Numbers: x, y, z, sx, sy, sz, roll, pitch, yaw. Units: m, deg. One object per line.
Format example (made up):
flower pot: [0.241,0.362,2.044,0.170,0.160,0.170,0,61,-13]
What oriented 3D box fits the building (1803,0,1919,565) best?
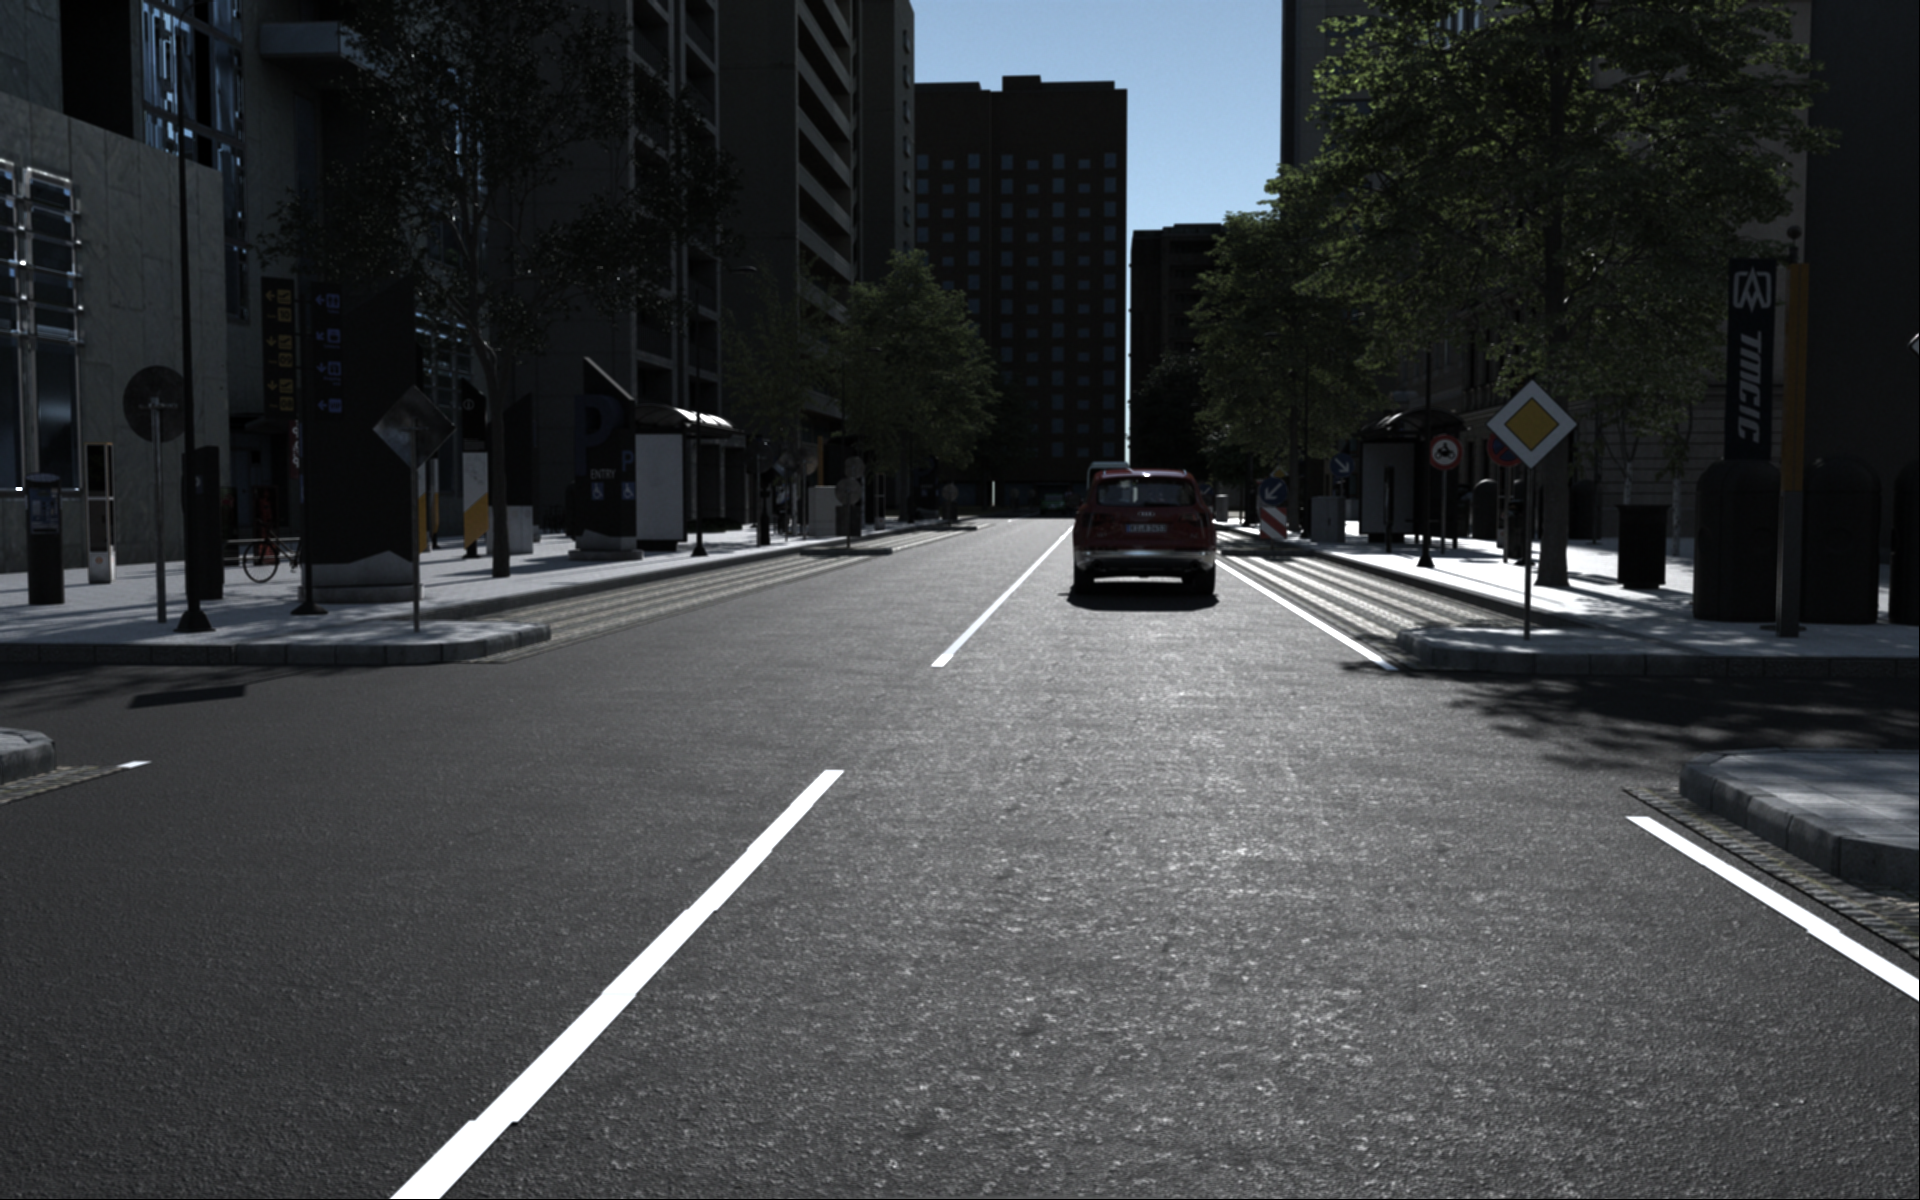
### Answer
building: [28.476,-14.274,26.886,24.014,27.812,14.314,0,4,5]

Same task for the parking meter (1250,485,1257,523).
parking meter: [12.878,-4.329,76.487,0.399,1.863,0.255,0,4,1]

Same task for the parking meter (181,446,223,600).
parking meter: [-9.211,-0.938,21.039,0.399,1.863,0.255,1,4,14]

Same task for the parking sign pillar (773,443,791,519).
parking sign pillar: [-9.327,-6.131,88.709,1.447,3.967,1.447,0,4,-5]

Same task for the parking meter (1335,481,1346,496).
parking meter: [16.701,-4.302,76.053,0.399,1.863,0.255,-2,4,-25]

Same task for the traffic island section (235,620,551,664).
traffic island section: [-5.058,0.380,16.061,2.009,0.180,2.903,0,4,5]

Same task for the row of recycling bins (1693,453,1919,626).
row of recycling bins: [9.244,-0.620,17.253,3.534,1.692,1.069,1,4,14]

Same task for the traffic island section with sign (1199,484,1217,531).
traffic island section with sign: [9.364,-3.583,67.210,1.989,1.847,2.006,0,4,5]

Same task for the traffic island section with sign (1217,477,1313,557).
traffic island section with sign: [7.113,-1.940,40.348,1.989,1.847,2.006,0,4,5]

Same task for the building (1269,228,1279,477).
building: [39.455,-25.344,186.083,14.107,30.474,14.160,0,4,5]

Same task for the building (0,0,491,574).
building: [-25.440,-44.384,38.353,22.319,86.520,31.000,0,4,5]

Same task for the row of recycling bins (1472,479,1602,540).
row of recycling bins: [16.356,-2.565,49.057,3.534,1.692,1.069,0,4,4]

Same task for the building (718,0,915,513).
building: [-15.521,-32.146,149.285,21.600,48.544,21.300,0,4,5]

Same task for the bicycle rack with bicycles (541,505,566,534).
bicycle rack with bicycles: [-13.871,-2.669,57.024,2.852,0.926,2.925,0,4,6]

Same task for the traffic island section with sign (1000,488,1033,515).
traffic island section with sign: [3.769,-6.655,117.440,1.989,1.847,2.006,0,4,5]

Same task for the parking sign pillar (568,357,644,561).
parking sign pillar: [-6.916,-2.767,33.719,1.447,3.967,1.447,3,4,36]

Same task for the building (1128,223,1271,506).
building: [25.446,-25.452,187.838,14.107,30.474,14.160,0,4,5]

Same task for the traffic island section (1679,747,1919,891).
traffic island section: [4.331,0.919,7.259,2.009,0.180,2.903,0,4,5]

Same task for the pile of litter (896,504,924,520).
pile of litter: [-2.545,-4.457,86.840,1.719,0.858,1.176,-1,4,-16]

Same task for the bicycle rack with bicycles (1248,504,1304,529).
bicycle rack with bicycles: [12.291,-3.082,63.768,2.852,0.926,2.925,-1,4,-20]

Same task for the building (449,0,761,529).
building: [-19.077,-38.771,72.150,20.563,71.187,20.611,0,4,5]

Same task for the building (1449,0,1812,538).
building: [23.765,-11.900,59.187,10.561,19.102,19.286,0,4,5]

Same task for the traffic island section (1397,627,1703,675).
traffic island section: [4.997,0.432,15.216,2.009,0.180,2.903,0,4,5]

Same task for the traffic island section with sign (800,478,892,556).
traffic island section with sign: [-2.642,-1.975,40.925,1.989,1.847,2.006,0,4,5]

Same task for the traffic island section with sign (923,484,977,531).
traffic island section with sign: [-0.356,-3.638,68.103,1.989,1.847,2.006,0,4,5]

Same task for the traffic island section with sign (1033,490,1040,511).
traffic island section with sign: [6.055,-8.318,144.626,1.989,1.847,2.006,0,4,5]

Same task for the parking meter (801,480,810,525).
parking meter: [-6.410,-4.051,71.946,0.255,1.863,0.399,1,4,16]

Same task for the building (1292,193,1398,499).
building: [37.108,-16.384,112.924,27.650,21.520,28.899,0,4,5]

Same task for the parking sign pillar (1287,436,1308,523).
parking sign pillar: [14.887,-5.346,75.871,1.447,3.967,1.447,0,4,-3]

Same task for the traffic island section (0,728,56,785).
traffic island section: [-5.725,0.867,8.104,2.009,0.180,2.903,0,4,5]

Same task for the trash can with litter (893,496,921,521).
trash can with litter: [-2.686,-4.445,83.731,1.678,1.210,2.233,2,4,26]

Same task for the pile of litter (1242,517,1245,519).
pile of litter: [14.993,-4.498,87.505,1.176,0.858,1.719,-1,4,-22]

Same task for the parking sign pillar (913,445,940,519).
parking sign pillar: [-1.770,-6.165,89.272,1.447,3.967,1.447,1,4,23]

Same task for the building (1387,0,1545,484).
building: [27.730,-17.895,78.488,13.634,28.700,20.117,0,4,5]

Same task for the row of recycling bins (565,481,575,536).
row of recycling bins: [-10.491,-2.778,52.528,3.534,1.692,1.069,2,4,25]

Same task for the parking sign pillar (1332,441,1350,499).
parking sign pillar: [19.209,-6.047,87.333,1.447,3.967,1.447,2,4,34]

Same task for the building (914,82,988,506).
building: [-3.353,-32.963,189.063,14.200,45.320,14.600,0,4,5]

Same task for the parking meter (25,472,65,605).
parking meter: [-10.658,-0.719,20.169,0.372,1.533,0.369,0,3,0]

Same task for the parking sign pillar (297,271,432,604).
parking sign pillar: [-7.225,-1.977,20.789,1.447,3.967,1.447,-3,5,-39]

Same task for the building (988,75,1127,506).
building: [10.868,-32.938,188.643,14.200,45.320,14.600,0,4,5]

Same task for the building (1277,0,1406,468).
building: [36.707,-36.616,140.668,21.231,58.520,28.212,0,4,5]

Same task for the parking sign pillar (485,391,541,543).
parking sign pillar: [-11.869,-3.511,45.878,1.447,3.967,1.447,1,4,10]

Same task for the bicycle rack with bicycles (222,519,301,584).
bicycle rack with bicycles: [-9.216,-0.730,25.313,2.852,0.926,2.925,1,4,20]
